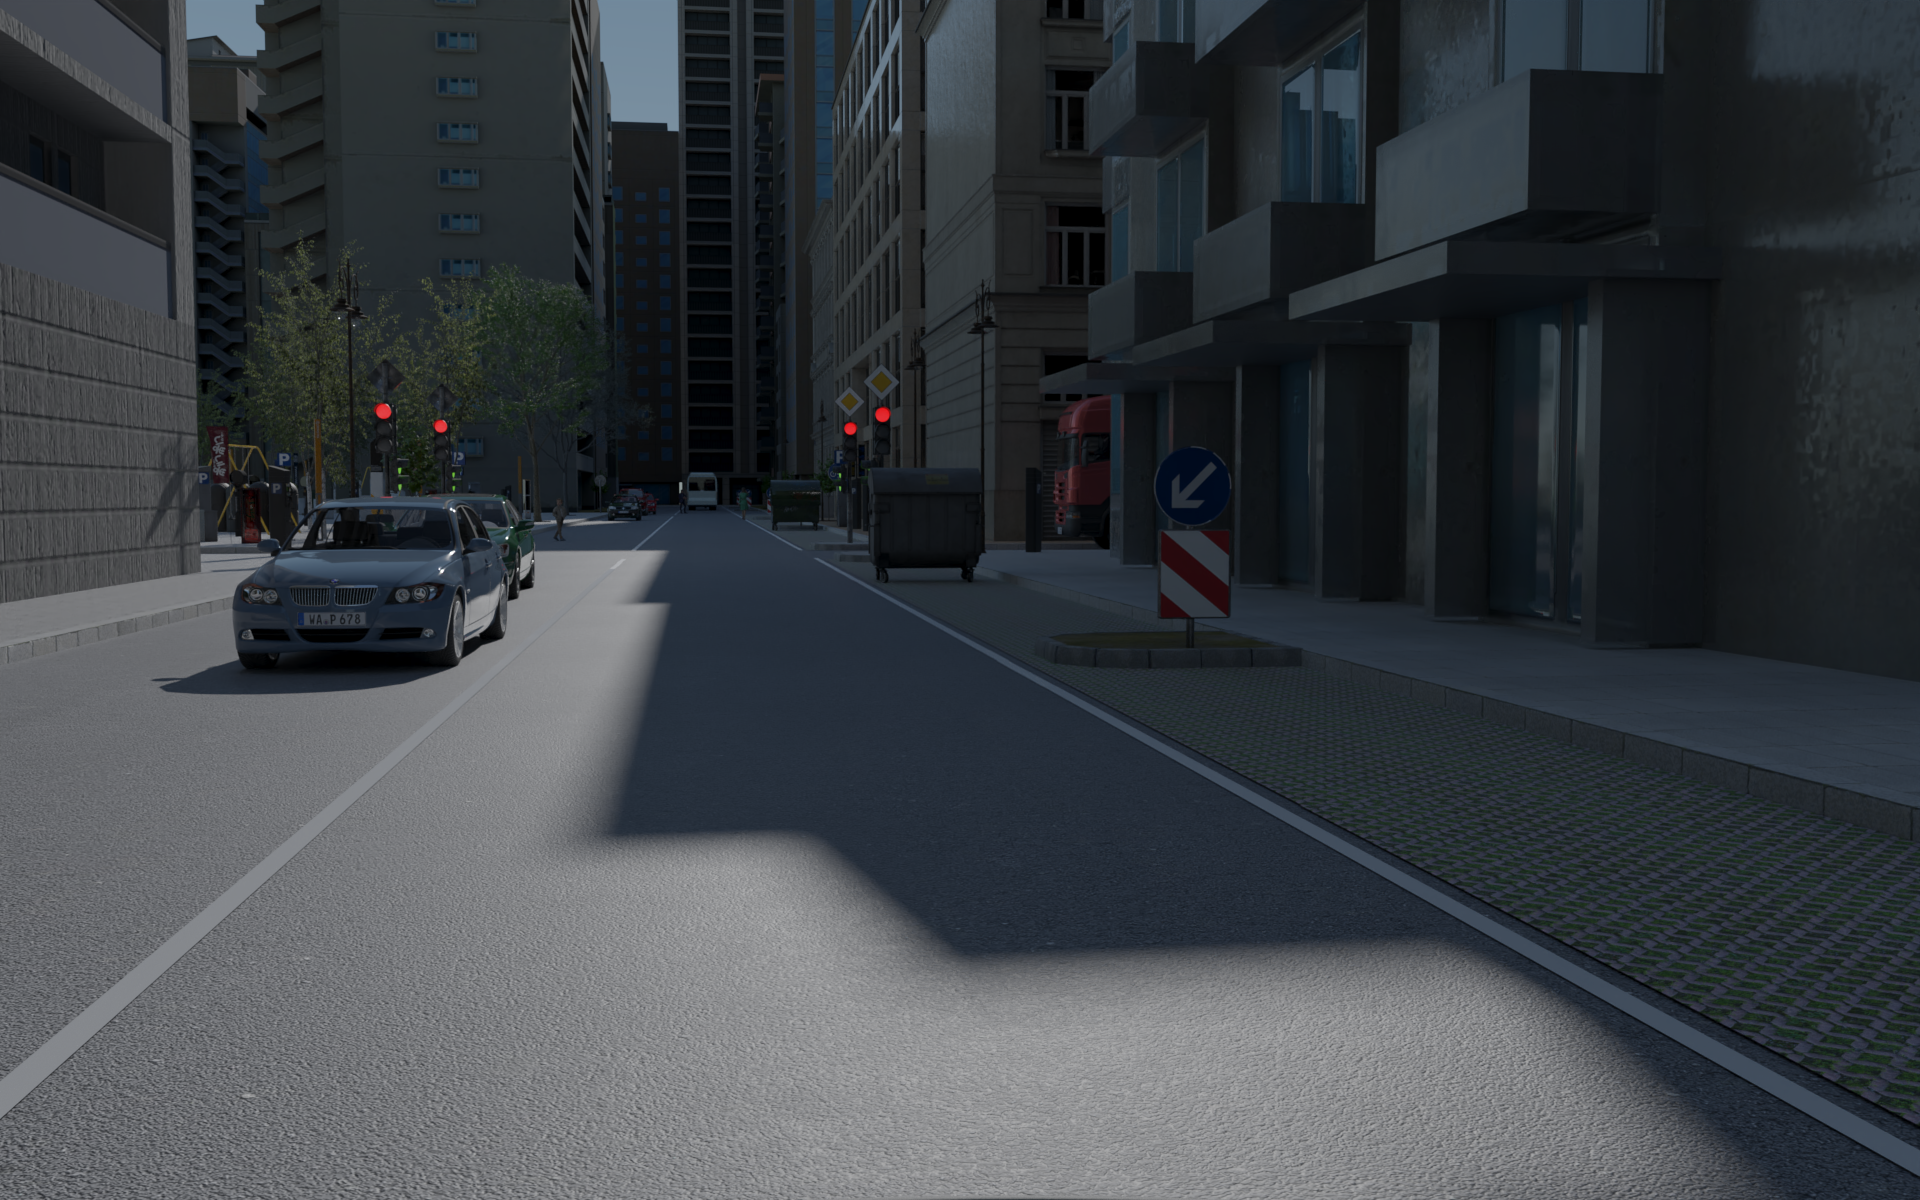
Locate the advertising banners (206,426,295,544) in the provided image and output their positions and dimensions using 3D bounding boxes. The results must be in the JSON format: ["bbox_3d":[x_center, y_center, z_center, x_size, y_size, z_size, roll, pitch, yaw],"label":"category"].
[{"bbox_3d":[-18.332,-2.973,44.793,2.074,3.025,0.090,-2,4,-27],"label":"advertising banners"}]

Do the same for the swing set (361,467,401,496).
[{"bbox_3d":[-32.818,-6.214,99.215,3.119,2.851,2.862,1,4,22],"label":"swing set"}]

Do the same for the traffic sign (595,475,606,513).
[{"bbox_3d":[-23.994,-7.061,115.545,0.768,2.556,0.104,0,4,1],"label":"traffic sign"}]

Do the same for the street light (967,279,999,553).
[{"bbox_3d":[0.488,-3.952,37.401,0.468,5.910,1.993,-1,4,-9],"label":"street light"}]

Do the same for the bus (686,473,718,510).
[{"bbox_3d":[-23.168,-9.839,155.721,2.948,3.499,13.247,-1,4,-8],"label":"bus"}]

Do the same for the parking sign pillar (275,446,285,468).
[{"bbox_3d":[-38.169,-6.650,97.198,1.447,3.967,1.447,-1,4,-12],"label":"parking sign pillar"}]

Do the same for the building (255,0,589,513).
[{"bbox_3d":[-38.391,-30.737,126.248,21.300,48.544,21.600,-1,4,-9],"label":"building"}]

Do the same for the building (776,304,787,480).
[{"bbox_3d":[-1.790,-18.892,153.926,27.650,21.520,28.899,-1,4,-9],"label":"building"}]

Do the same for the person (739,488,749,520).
[{"bbox_3d":[-12.059,-5.369,96.530,0.600,1.795,0.529,0,4,0],"label":"person"}]

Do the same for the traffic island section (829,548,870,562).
[{"bbox_3d":[-1.674,-0.934,37.558,2.009,0.180,2.903,-1,4,-9],"label":"traffic island section"}]

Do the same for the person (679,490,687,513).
[{"bbox_3d":[-20.383,-7.264,127.712,0.568,1.767,0.683,3,4,38],"label":"person"}]

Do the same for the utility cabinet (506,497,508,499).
[{"bbox_3d":[-14.883,-2.723,55.686,0.306,1.237,1.020,1,4,12],"label":"utility cabinet"}]

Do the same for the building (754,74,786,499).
[{"bbox_3d":[-10.123,-32.202,181.119,22.147,44.769,28.867,-1,4,-9],"label":"building"}]

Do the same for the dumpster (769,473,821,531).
[{"bbox_3d":[-6.440,-3.828,67.536,1.985,2.255,1.502,-1,4,-10],"label":"dumpster"}]

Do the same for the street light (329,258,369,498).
[{"bbox_3d":[-11.985,-3.750,34.103,0.468,5.910,1.993,-1,4,-9],"label":"street light"}]

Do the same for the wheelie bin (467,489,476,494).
[{"bbox_3d":[-29.269,-5.848,103.524,0.693,1.594,0.980,-1,4,-19],"label":"wheelie bin"}]

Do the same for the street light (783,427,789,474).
[{"bbox_3d":[-12.036,-8.979,119.601,0.468,5.910,1.993,-1,4,-9],"label":"street light"}]

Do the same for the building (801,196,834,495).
[{"bbox_3d":[-3.696,-16.790,110.675,11.583,22.565,21.152,-1,4,-9],"label":"building"}]

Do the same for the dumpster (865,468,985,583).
[{"bbox_3d":[-0.588,-1.227,28.272,1.865,1.857,1.264,0,4,-8],"label":"dumpster"}]

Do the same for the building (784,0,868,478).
[{"bbox_3d":[-5.939,-29.402,130.825,14.600,45.320,14.200,-1,4,-9],"label":"building"}]

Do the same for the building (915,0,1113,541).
[{"bbox_3d":[13.917,-13.596,55.573,30.059,22.955,16.112,-1,4,-9],"label":"building"}]

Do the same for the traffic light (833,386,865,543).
[{"bbox_3d":[-2.906,-3.450,45.334,0.839,4.253,0.868,-1,4,-9],"label":"traffic light"}]

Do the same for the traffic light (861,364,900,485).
[{"bbox_3d":[-1.716,-2.967,37.438,0.839,4.253,0.868,-1,4,-9],"label":"traffic light"}]

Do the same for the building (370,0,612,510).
[{"bbox_3d":[-47.143,-33.987,179.392,21.600,48.544,21.300,-1,4,-9],"label":"building"}]

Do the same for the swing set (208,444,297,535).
[{"bbox_3d":[-23.035,-3.527,55.282,2.862,2.851,3.119,0,4,-2],"label":"swing set"}]

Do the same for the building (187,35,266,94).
[{"bbox_3d":[-77.279,-37.939,209.533,27.495,52.752,28.713,-1,4,-9],"label":"building"}]

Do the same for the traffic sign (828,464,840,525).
[{"bbox_3d":[-5.016,-4.334,70.966,0.768,2.556,0.104,0,4,-3],"label":"traffic sign"}]

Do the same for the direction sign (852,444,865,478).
[{"bbox_3d":[-4.704,-5.315,78.894,0.876,3.537,0.379,-3,4,-36],"label":"direction sign"}]

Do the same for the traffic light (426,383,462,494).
[{"bbox_3d":[-13.051,-3.356,43.794,0.839,4.253,0.868,-1,4,-9],"label":"traffic light"}]

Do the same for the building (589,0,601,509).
[{"bbox_3d":[-37.272,-30.254,144.768,14.600,45.320,14.200,-1,4,-9],"label":"building"}]

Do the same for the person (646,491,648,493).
[{"bbox_3d":[-31.621,-10.177,175.583,0.721,1.739,1.217,1,4,11],"label":"person"}]

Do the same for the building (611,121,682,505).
[{"bbox_3d":[-40.681,-34.111,207.820,14.200,45.320,14.600,-1,4,-9],"label":"building"}]

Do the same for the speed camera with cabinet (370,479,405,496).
[{"bbox_3d":[-33.707,-6.586,102.011,2.038,3.252,0.660,1,4,17],"label":"speed camera with cabinet"}]

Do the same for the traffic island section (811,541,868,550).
[{"bbox_3d":[-2.865,-1.417,45.454,2.009,0.180,2.903,-1,4,-9],"label":"traffic island section"}]

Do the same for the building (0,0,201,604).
[{"bbox_3d":[-25.639,-29.244,20.147,28.212,58.520,21.231,-1,4,-9],"label":"building"}]

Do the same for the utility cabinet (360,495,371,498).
[{"bbox_3d":[-26.220,-4.043,77.266,1.020,1.237,0.306,1,4,9],"label":"utility cabinet"}]

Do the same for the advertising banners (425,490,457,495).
[{"bbox_3d":[-18.708,-3.983,61.306,2.074,3.025,0.090,1,4,19],"label":"advertising banners"}]

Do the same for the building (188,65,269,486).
[{"bbox_3d":[-79.444,-32.304,178.277,14.200,45.320,14.600,-1,4,-9],"label":"building"}]

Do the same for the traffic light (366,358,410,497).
[{"bbox_3d":[-11.860,-2.873,35.898,0.839,4.253,0.868,-1,4,-9],"label":"traffic light"}]

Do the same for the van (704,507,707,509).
[{"bbox_3d":[-26.124,-10.152,172.999,2.013,2.044,4.112,-1,4,-8],"label":"van"}]

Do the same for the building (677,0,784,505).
[{"bbox_3d":[-23.862,-47.337,212.219,20.611,71.187,20.563,-1,4,-9],"label":"building"}]

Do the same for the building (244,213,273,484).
[{"bbox_3d":[-65.268,-24.997,180.407,14.107,30.474,14.160,-1,4,-9],"label":"building"}]

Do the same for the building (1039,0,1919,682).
[{"bbox_3d":[14.364,-24.635,22.392,23.786,49.044,30.456,-1,4,-9],"label":"building"}]

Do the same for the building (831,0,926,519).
[{"bbox_3d":[4.760,-17.089,83.918,19.350,26.468,34.151,-1,4,-9],"label":"building"}]

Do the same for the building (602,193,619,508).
[{"bbox_3d":[-39.054,-23.718,159.488,14.160,30.474,14.107,-1,4,-9],"label":"building"}]

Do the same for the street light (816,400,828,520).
[{"bbox_3d":[-6.686,-6.803,84.018,0.468,5.910,1.993,-1,4,-9],"label":"street light"}]

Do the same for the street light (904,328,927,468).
[{"bbox_3d":[-1.252,-4.627,48.447,0.468,5.910,1.993,-1,4,-9],"label":"street light"}]

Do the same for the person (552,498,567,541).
[{"bbox_3d":[-12.203,-2.451,52.852,0.640,1.303,0.475,3,4,36],"label":"person"}]

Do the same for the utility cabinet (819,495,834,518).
[{"bbox_3d":[-7.325,-5.047,93.687,1.020,1.237,0.306,-2,4,-31],"label":"utility cabinet"}]
